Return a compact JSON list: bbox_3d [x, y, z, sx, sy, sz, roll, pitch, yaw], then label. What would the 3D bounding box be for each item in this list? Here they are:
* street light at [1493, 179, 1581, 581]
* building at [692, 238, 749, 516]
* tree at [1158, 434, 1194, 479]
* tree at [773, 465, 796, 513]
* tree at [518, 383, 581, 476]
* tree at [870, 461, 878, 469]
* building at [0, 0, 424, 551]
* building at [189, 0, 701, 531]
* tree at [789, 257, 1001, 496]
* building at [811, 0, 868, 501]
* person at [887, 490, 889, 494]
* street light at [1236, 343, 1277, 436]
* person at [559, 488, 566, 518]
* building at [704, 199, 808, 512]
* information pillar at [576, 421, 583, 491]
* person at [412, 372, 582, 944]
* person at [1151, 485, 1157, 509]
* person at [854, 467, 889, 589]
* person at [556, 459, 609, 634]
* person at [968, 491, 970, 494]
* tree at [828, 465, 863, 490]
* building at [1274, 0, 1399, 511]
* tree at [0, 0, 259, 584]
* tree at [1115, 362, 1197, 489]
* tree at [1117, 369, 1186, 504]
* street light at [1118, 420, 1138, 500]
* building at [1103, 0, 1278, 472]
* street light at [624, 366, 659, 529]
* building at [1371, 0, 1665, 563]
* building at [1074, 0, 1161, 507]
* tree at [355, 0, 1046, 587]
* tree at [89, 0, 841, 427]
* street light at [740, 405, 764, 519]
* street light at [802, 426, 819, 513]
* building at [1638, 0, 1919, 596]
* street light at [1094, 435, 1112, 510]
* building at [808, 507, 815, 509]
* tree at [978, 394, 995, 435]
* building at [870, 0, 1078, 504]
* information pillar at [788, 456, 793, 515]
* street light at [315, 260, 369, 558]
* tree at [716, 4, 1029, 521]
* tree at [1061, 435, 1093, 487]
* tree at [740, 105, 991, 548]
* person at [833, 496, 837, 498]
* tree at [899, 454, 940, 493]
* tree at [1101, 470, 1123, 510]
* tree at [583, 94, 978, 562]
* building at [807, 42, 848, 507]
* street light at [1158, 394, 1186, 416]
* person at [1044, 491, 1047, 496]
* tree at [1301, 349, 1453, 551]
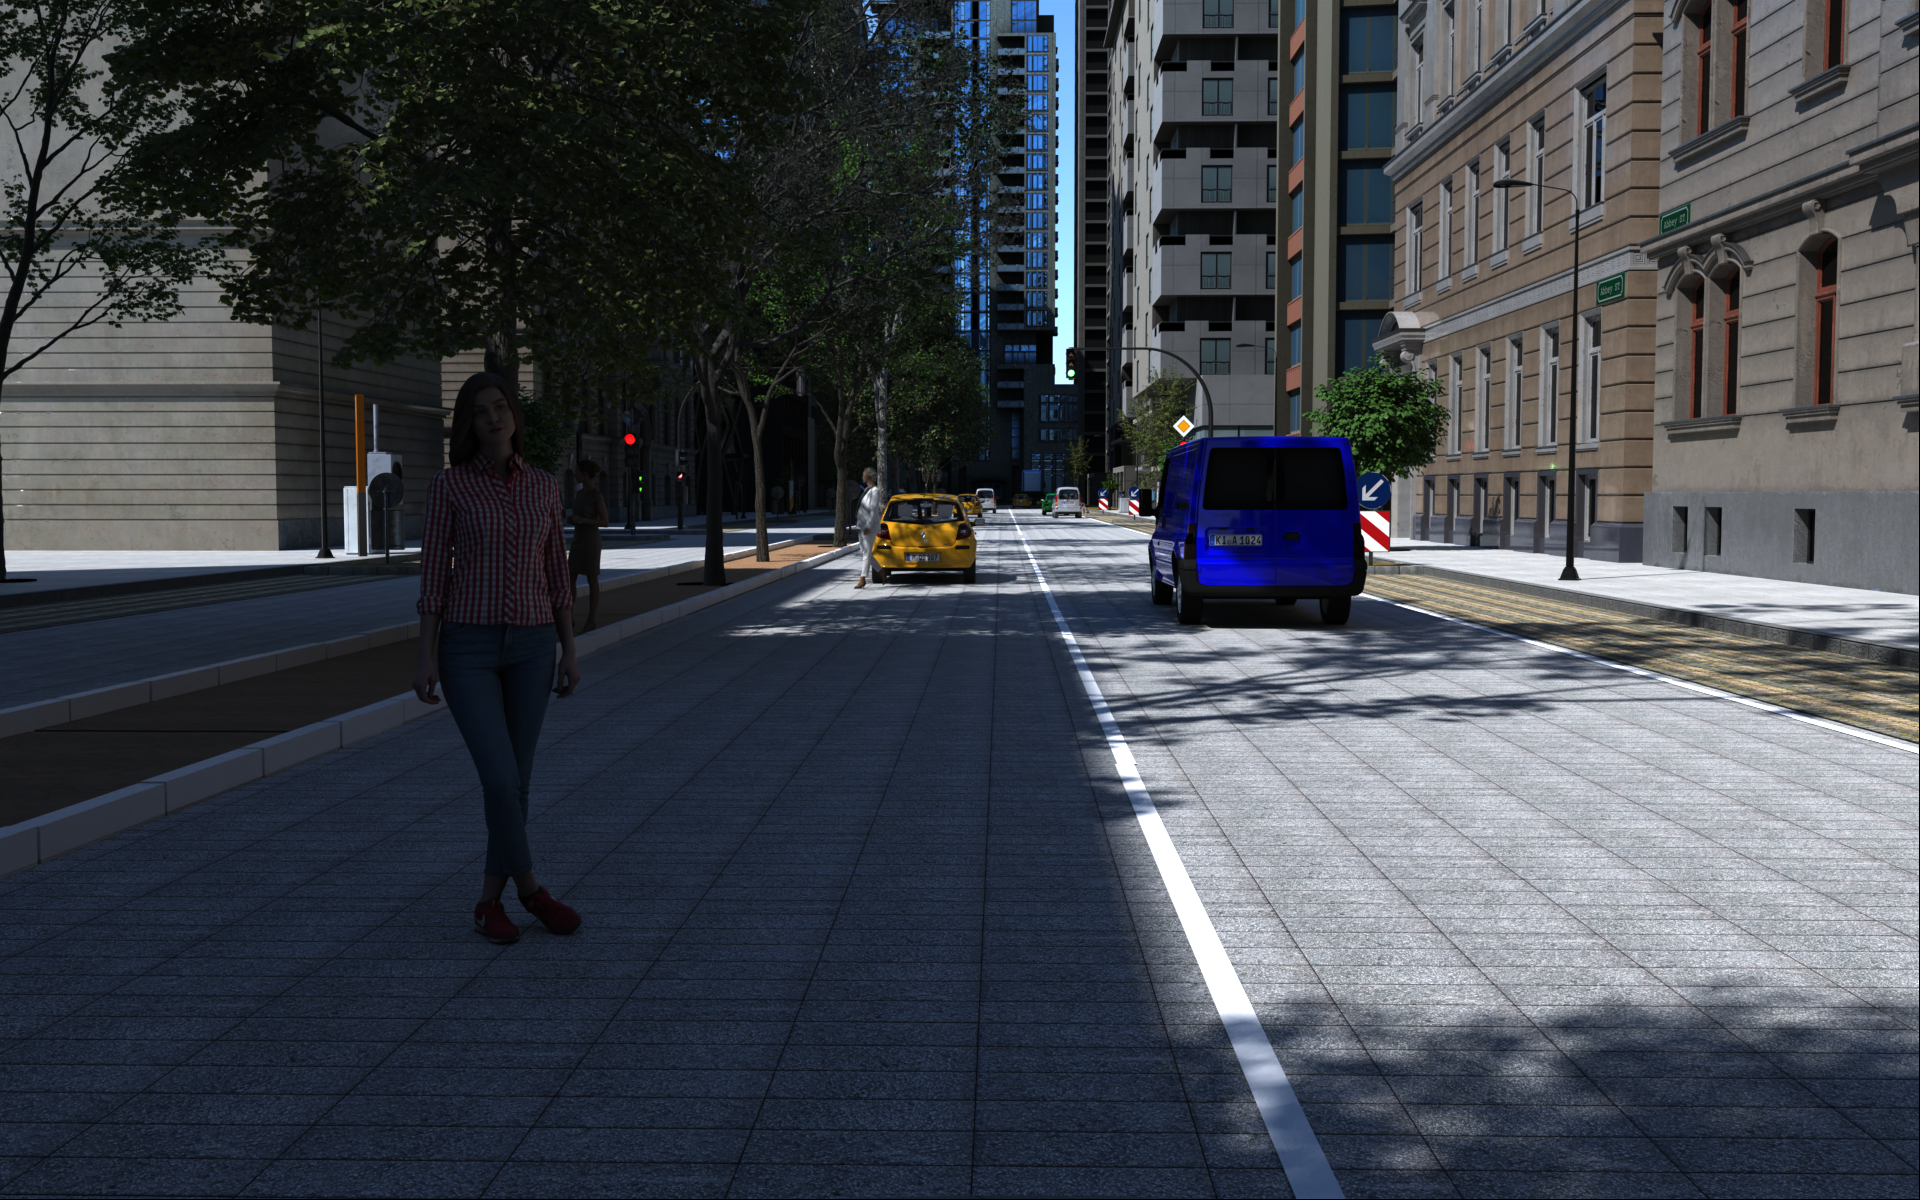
[{"bbox_3d":[8.558,-3.251,25.690,1.470,5.913,1.316,0,4,1],"label":"street light"},{"bbox_3d":[-21.795,-14.654,107.047,16.820,18.784,16.811,0,4,1],"label":"building"},{"bbox_3d":[11.804,-6.532,90.514,4.285,4.588,4.351,0,3,0],"label":"tree"},{"bbox_3d":[-11.635,-7.395,115.509,1.663,3.219,1.824,0,3,0],"label":"tree"},{"bbox_3d":[-12.708,-4.057,50.052,4.285,4.588,4.351,0,3,0],"label":"tree"},{"bbox_3d":[-9.924,-14.490,187.268,4.737,8.622,4.395,0,3,0],"label":"tree"},{"bbox_3d":[-32.162,-13.854,45.604,34.723,24.649,14.460,0,4,1],"label":"building"},{"bbox_3d":[-20.587,-16.026,81.111,14.460,24.649,34.723,0,4,1],"label":"building"},{"bbox_3d":[-2.948,-9.725,78.464,9.611,12.733,9.660,0,3,0],"label":"tree"},{"bbox_3d":[-24.928,-40.280,200.573,28.212,58.520,21.231,0,4,1],"label":"building"},{"bbox_3d":[-7.036,-9.902,170.475,0.705,1.814,1.350,-1,4,-20],"label":"person"},{"bbox_3d":[9.187,-4.947,53.429,1.470,5.913,1.316,0,4,1],"label":"street light"},{"bbox_3d":[-12.846,-2.989,55.100,0.709,1.800,0.728,-1,4,-22],"label":"person"},{"bbox_3d":[-18.349,-18.289,128.705,12.332,23.373,15.834,0,4,1],"label":"building"},{"bbox_3d":[-12.068,-3.891,54.979,0.183,3.616,0.504,0,4,1],"label":"information pillar"},{"bbox_3d":[-1.499,0.180,5.573,0.555,1.821,0.388,-3,5,-45],"label":"person"},{"bbox_3d":[11.558,-6.000,104.010,0.638,1.841,0.748,-1,4,-20],"label":"person"},{"bbox_3d":[-1.338,-1.106,26.455,0.818,1.842,0.514,-3,5,-44],"label":"person"},{"bbox_3d":[-3.870,-0.540,17.674,0.599,1.781,0.374,3,5,43],"label":"person"},{"bbox_3d":[1.080,-10.910,187.332,0.568,1.767,0.683,1,4,22],"label":"person"},{"bbox_3d":[-10.038,-10.241,151.153,4.285,4.588,4.351,0,3,0],"label":"tree"},{"bbox_3d":[26.955,-25.734,75.378,28.867,44.769,22.147,0,4,1],"label":"building"},{"bbox_3d":[-13.925,-6.052,24.705,9.928,11.665,9.643,0,3,0],"label":"tree"},{"bbox_3d":[11.076,-8.914,96.109,4.737,8.622,4.395,0,3,0],"label":"tree"},{"bbox_3d":[11.602,-9.305,102.497,4.360,8.622,3.978,0,3,0],"label":"tree"},{"bbox_3d":[10.608,-8.343,108.948,1.470,5.913,1.316,0,4,1],"label":"street light"},{"bbox_3d":[29.591,-35.852,175.424,28.713,52.752,27.495,0,4,1],"label":"building"},{"bbox_3d":[-11.528,-5.526,62.891,1.470,5.913,1.316,0,4,1],"label":"street light"},{"bbox_3d":[18.721,-15.598,40.934,13.634,28.700,20.117,0,4,1],"label":"building"},{"bbox_3d":[25.769,-48.431,230.106,20.611,71.187,20.563,0,4,1],"label":"building"},{"bbox_3d":[-3.803,-6.952,26.498,12.009,13.543,11.850,0,3,0],"label":"tree"},{"bbox_3d":[-4.482,-5.879,16.711,7.486,12.596,7.792,0,3,0],"label":"tree"},{"bbox_3d":[-10.820,-7.222,90.628,1.470,5.913,1.316,0,4,1],"label":"street light"},{"bbox_3d":[-10.118,-8.940,118.710,1.470,5.913,1.316,0,4,1],"label":"street light"},{"bbox_3d":[18.261,-14.175,19.149,14.401,28.519,23.554,0,4,1],"label":"building"},{"bbox_3d":[11.299,-10.039,136.685,1.470,5.913,1.316,0,4,1],"label":"street light"},{"bbox_3d":[-23.532,-51.331,151.927,22.319,86.520,31.000,0,4,1],"label":"building"},{"bbox_3d":[-2.468,-9.195,87.209,8.767,10.594,7.601,0,4,1],"label":"tree"},{"bbox_3d":[0.023,-56.251,232.367,31.000,86.520,22.319,0,4,1],"label":"building"},{"bbox_3d":[-10.434,-7.073,107.004,0.183,3.616,0.504,1,4,18],"label":"information pillar"},{"bbox_3d":[-12.169,-3.788,34.475,1.470,5.913,1.316,0,4,1],"label":"street light"},{"bbox_3d":[-4.164,-12.730,66.487,12.611,20.169,13.585,0,3,0],"label":"tree"},{"bbox_3d":[14.381,-16.166,214.670,4.737,8.622,4.395,0,3,0],"label":"tree"},{"bbox_3d":[-3.099,-7.199,45.910,9.928,11.665,9.643,0,3,0],"label":"tree"},{"bbox_3d":[-11.554,-9.074,157.663,1.065,1.426,0.557,-2,4,-34],"label":"person"},{"bbox_3d":[-2.029,-9.095,101.524,4.360,8.622,3.978,0,3,0],"label":"tree"},{"bbox_3d":[12.098,-8.912,140.306,1.663,3.219,1.824,0,3,0],"label":"tree"},{"bbox_3d":[-4.116,-6.093,36.485,8.767,10.594,7.601,0,4,1],"label":"tree"},{"bbox_3d":[-18.860,-32.142,175.636,14.600,45.320,14.200,0,4,1],"label":"building"},{"bbox_3d":[9.901,-6.606,80.552,1.470,5.913,1.316,0,4,1],"label":"street light"},{"bbox_3d":[9.787,-11.485,196.805,1.217,1.766,0.721,1,4,19],"label":"person"},{"bbox_3d":[9.441,-3.400,39.303,4.285,4.588,4.351,0,3,0],"label":"tree"}]
